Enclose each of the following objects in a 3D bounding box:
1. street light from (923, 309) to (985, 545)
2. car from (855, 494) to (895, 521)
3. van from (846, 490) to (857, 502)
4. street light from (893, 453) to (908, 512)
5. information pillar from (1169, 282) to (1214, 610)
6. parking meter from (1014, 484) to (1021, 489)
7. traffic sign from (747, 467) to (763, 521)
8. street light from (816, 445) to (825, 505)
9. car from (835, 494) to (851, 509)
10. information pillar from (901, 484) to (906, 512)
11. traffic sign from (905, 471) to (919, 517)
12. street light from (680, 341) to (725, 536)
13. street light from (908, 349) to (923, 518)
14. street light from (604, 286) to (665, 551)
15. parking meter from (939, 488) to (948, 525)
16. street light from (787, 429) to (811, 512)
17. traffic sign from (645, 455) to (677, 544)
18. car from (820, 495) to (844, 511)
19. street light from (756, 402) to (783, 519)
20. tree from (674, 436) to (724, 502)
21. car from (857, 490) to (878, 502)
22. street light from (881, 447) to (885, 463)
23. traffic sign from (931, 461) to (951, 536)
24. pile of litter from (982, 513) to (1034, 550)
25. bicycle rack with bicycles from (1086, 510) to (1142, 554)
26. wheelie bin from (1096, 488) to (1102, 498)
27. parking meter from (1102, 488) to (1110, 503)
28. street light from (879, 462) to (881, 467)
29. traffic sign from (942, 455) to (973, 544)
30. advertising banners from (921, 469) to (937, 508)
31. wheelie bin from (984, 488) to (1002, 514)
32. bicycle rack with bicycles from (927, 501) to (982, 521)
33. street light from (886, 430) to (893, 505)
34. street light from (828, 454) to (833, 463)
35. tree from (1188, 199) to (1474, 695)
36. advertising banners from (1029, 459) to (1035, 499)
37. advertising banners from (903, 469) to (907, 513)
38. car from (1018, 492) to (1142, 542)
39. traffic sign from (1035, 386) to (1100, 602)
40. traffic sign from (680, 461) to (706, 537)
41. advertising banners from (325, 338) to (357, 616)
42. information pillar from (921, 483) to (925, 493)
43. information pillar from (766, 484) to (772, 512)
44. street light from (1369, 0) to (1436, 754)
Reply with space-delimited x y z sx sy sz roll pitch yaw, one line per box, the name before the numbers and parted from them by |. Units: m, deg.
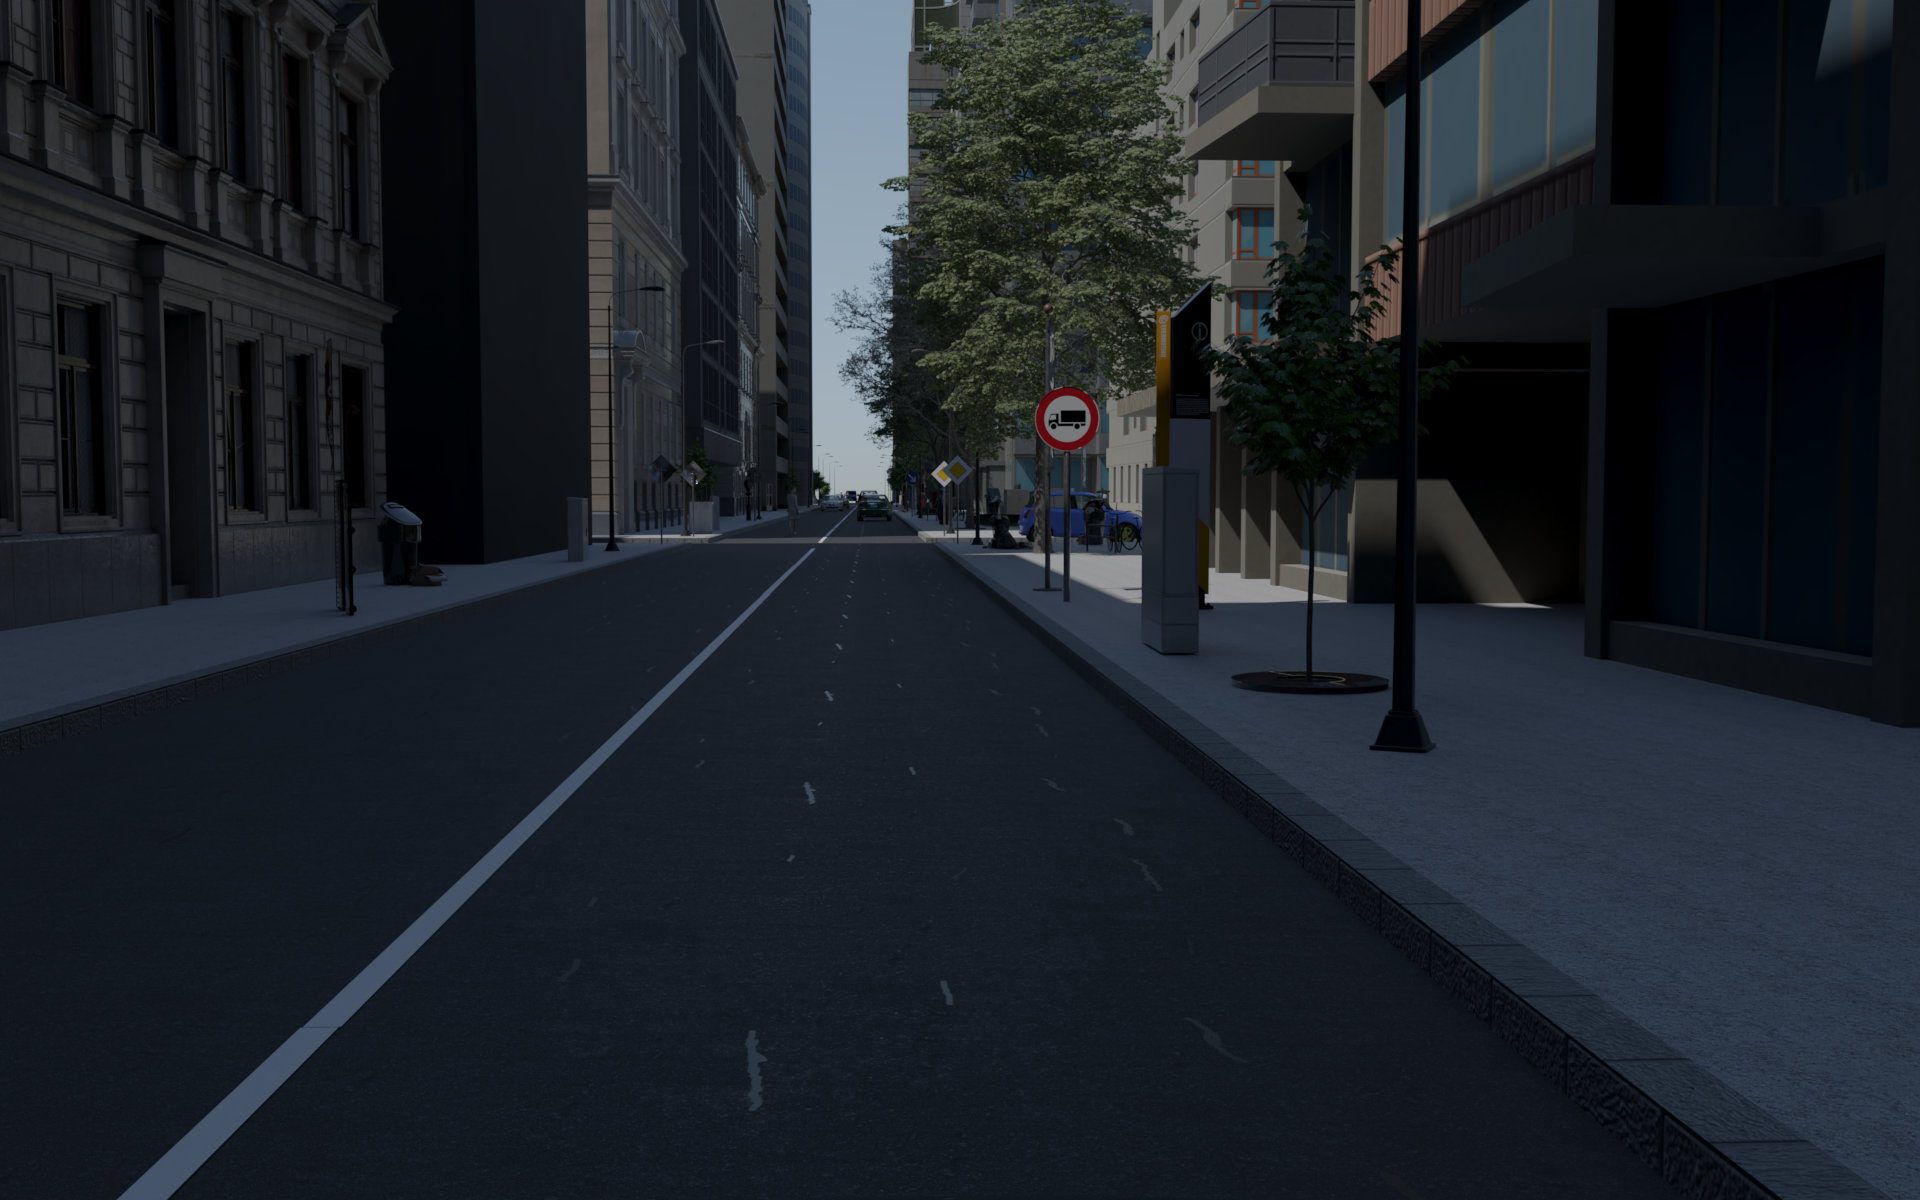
street light | -0.097 -4.338 43.473 1.470 5.913 1.316 0 4 -3
car | -4.577 -4.973 93.112 2.131 1.459 4.920 0 4 -1
van | -17.662 -16.922 281.065 2.240 2.365 5.245 0 4 -4
street light | -2.628 -7.248 91.047 1.470 5.913 1.316 0 4 -3
information pillar | 2.552 -1.699 19.127 0.504 3.616 0.183 -2 4 -24
parking meter | 3.162 -5.500 95.641 0.255 1.863 0.399 2 4 32
traffic sign | -9.646 -4.968 81.330 0.768 2.556 0.104 0 4 4
street light | -13.750 -11.675 163.433 1.470 5.913 1.316 0 4 -3
car | -11.702 -9.751 169.653 2.015 1.641 3.980 0 4 -3
information pillar | -4.059 -7.387 125.271 0.304 2.012 0.304 -1 4 -12
traffic sign | -2.651 -5.869 96.062 0.768 2.556 0.104 0 4 7
street light | -7.800 -4.890 52.493 1.470 5.913 1.316 0 4 -3
street light | -0.840 -5.086 55.699 1.470 5.913 1.316 0 4 -3
street light | -7.271 -4.048 38.734 1.470 5.913 1.316 0 4 -3
parking meter | -0.671 -3.910 72.346 0.372 1.533 0.369 0 3 0
street light | -11.890 -9.544 128.587 1.470 5.913 1.316 0 4 -3
traffic sign | -7.598 -2.473 44.068 0.795 2.450 0.064 0 4 -3
car | -10.834 -8.193 146.320 2.083 1.381 4.827 0 4 -5
street light | -9.643 -7.036 87.574 1.470 5.913 1.316 0 4 -3
tree | -8.682 -3.878 58.001 1.663 3.219 1.824 0 3 0
car | -8.382 -9.236 159.685 2.281 1.827 5.304 0 4 -1
street light | -6.703 -12.015 168.991 1.470 5.913 1.316 0 4 -3
traffic sign | -0.478 -2.983 52.413 0.795 2.450 0.064 0 4 -3
pile of litter | 1.146 -1.637 40.738 1.176 0.858 1.719 -1 4 -14
bicycle rack with bicycles | 4.025 -1.528 38.370 2.852 0.926 2.925 -1 4 -15
wheelie bin | 7.362 -4.995 89.574 0.693 1.594 0.980 0 4 0
parking meter | 6.477 -4.191 76.935 0.372 1.533 0.369 0 3 0
street light | -8.508 -14.149 203.868 1.470 5.913 1.316 0 4 -3
traffic sign | -0.063 -2.495 44.439 0.795 2.450 0.064 0 4 -3
advertising banners | -1.805 -7.647 121.209 2.074 3.025 0.090 -2 4 -25
wheelie bin | 1.715 -5.096 91.229 0.980 1.594 0.693 -2 4 -24
bicycle rack with bicycles | -0.387 -4.224 82.439 2.852 0.926 2.925 -1 4 -13
street light | -4.442 -9.416 126.493 1.470 5.913 1.316 0 4 -3
street light | -15.622 -13.811 198.342 1.470 5.913 1.316 0 4 -3
tree | 2.261 -1.039 11.591 1.663 3.219 1.824 0 3 0
advertising banners | 3.597 -5.477 85.732 0.090 3.025 2.074 0 4 -7
advertising banners | -3.801 -7.598 120.414 0.090 3.025 2.074 0 4 4
car | 3.506 -2.434 49.390 3.694 1.707 1.945 0 4 -3
traffic sign | 1.274 -1.253 20.591 0.768 2.556 0.104 0 4 5
traffic sign | -8.013 -2.960 52.042 0.795 2.450 0.064 0 4 -3
advertising banners | -6.806 -1.395 18.991 0.090 3.025 2.074 -2 4 -25
information pillar | -2.582 -6.892 117.172 0.304 2.012 0.304 -1 4 -15
information pillar | -13.866 -7.431 125.989 0.304 2.012 0.304 -3 5 -42
street light | 1.693 -2.201 8.535 1.470 5.913 1.316 0 4 -3
